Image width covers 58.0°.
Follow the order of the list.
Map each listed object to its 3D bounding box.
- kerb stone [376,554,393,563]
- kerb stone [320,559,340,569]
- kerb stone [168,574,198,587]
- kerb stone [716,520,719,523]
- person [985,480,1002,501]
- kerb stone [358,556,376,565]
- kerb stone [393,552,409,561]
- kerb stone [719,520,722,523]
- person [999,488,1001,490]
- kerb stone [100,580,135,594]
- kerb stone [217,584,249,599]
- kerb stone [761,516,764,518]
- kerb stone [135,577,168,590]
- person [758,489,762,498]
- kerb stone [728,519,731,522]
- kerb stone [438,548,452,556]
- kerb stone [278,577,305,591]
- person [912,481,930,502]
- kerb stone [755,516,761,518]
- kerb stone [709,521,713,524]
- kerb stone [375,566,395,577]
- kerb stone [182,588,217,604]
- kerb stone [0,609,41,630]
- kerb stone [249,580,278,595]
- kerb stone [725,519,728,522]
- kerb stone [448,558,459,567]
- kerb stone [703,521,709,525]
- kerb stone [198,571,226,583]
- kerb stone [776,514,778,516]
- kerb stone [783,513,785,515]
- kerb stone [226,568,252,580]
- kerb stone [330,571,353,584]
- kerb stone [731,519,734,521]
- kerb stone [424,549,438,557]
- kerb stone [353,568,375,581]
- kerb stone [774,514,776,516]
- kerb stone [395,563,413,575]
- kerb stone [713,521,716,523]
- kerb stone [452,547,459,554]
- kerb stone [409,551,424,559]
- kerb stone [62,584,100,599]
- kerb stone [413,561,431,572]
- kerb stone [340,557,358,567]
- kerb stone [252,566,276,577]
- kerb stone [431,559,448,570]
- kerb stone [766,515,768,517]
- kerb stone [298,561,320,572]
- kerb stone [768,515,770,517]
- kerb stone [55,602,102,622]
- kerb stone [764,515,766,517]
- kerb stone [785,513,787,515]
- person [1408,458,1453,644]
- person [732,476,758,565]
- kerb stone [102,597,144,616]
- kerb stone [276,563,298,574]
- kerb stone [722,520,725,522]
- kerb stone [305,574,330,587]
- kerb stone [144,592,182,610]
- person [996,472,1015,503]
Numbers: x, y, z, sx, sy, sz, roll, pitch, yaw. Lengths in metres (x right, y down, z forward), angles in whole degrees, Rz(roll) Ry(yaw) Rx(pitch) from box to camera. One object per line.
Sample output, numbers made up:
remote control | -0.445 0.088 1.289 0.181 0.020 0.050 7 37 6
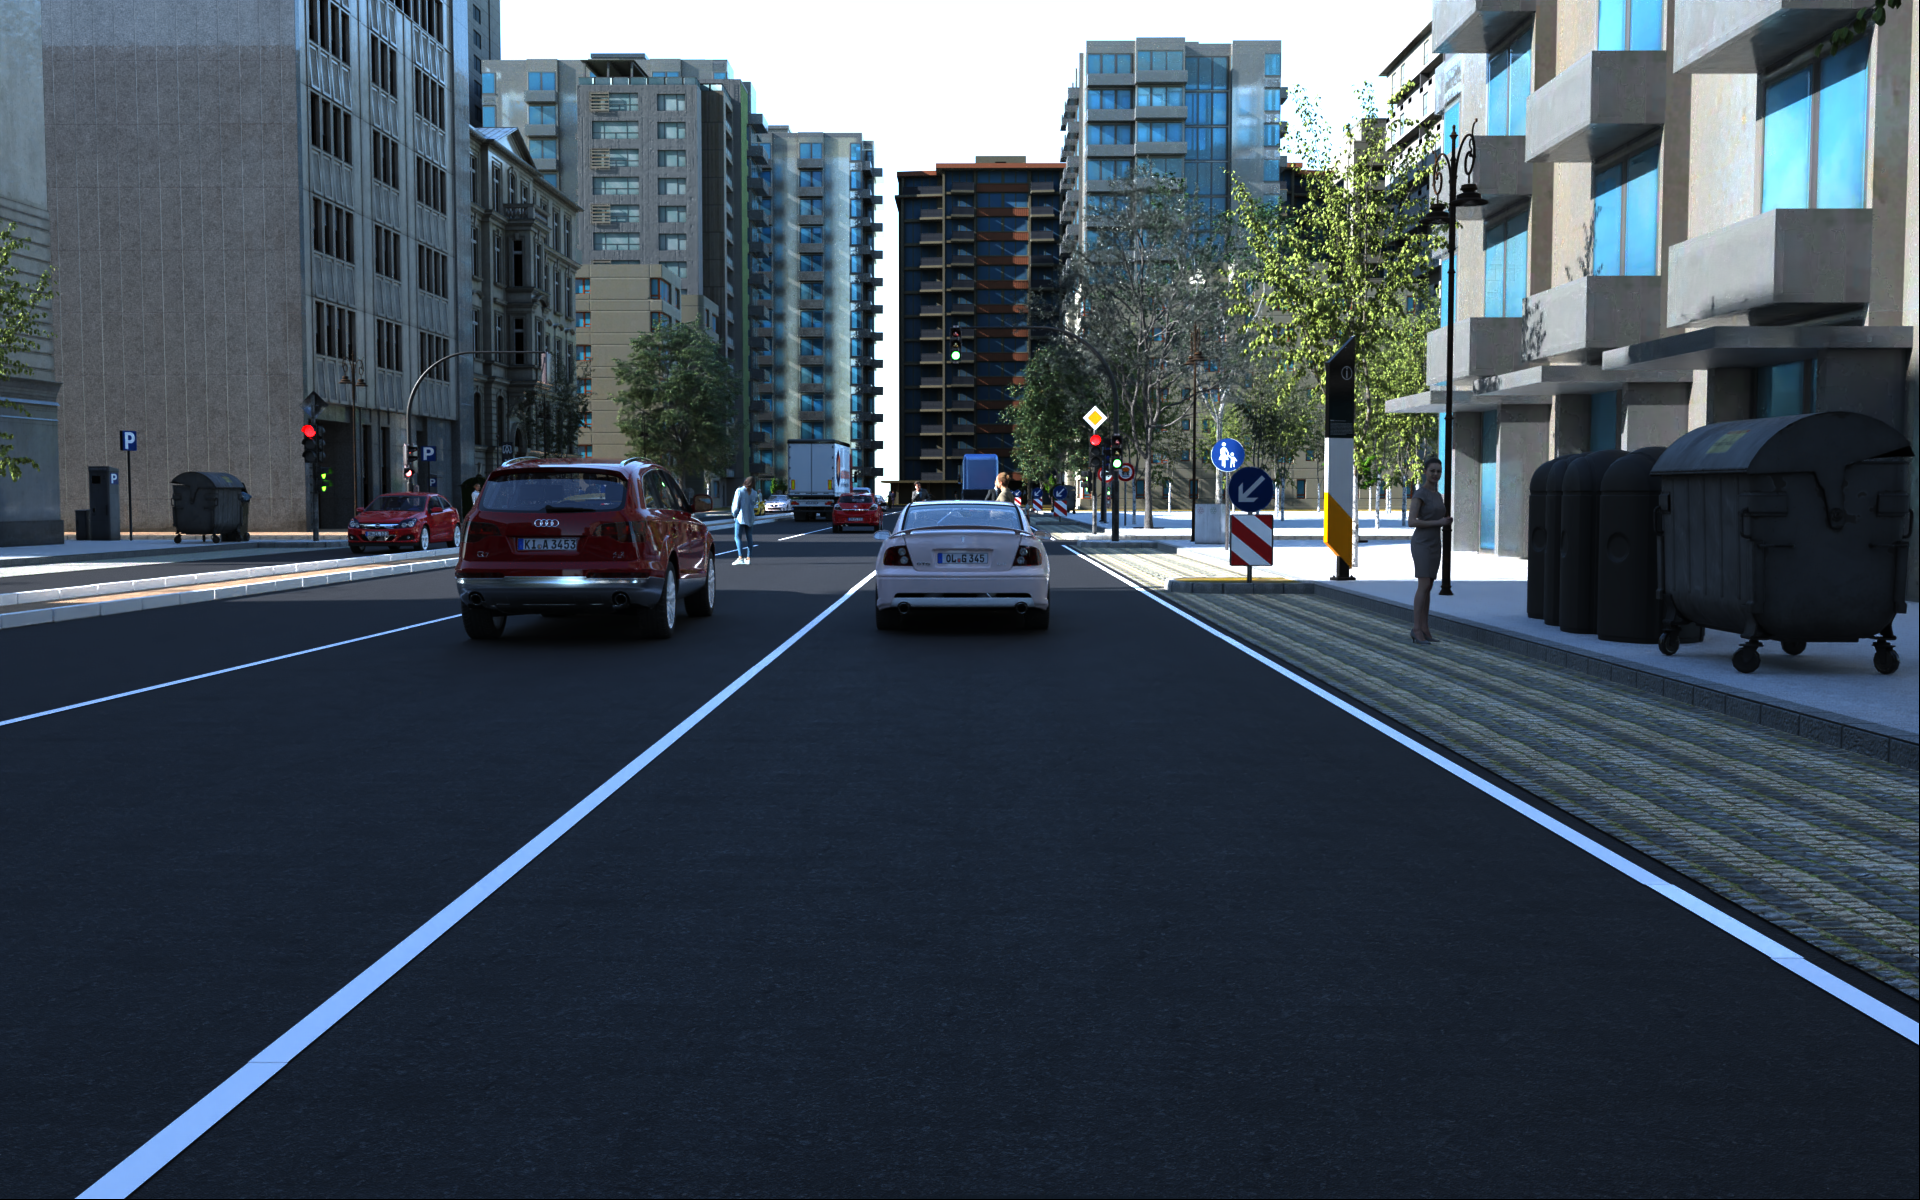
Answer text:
kerb stone | -12.152 -0.858 36.246 0.120 0.150 1.000 0 4 0
kerb stone | -12.176 -0.672 33.177 0.120 0.150 1.000 0 4 0
kerb stone | -12.222 -0.294 27.031 0.120 0.150 1.000 0 4 0
kerb stone | -11.785 -3.713 82.941 0.120 0.150 1.000 0 4 0
person | 1.106 -2.719 52.318 0.648 1.900 0.474 -3 5 -44
kerb stone | -12.163 -0.797 35.221 0.120 0.150 1.000 0 4 0
kerb stone | -12.142 -0.919 37.275 0.120 0.150 1.000 0 4 0
kerb stone | -11.780 -3.775 83.963 0.120 0.150 1.000 0 4 0
person | 1.950 -4.303 79.218 0.716 1.782 0.532 0 4 5
kerb stone | -12.238 -0.170 24.982 0.120 0.150 1.000 0 4 0
kerb stone | -10.147 -0.100 23.959 0.120 0.150 1.000 0 4 0
kerb stone | -11.654 -4.782 100.383 0.120 0.150 1.000 0 4 0
kerb stone | -12.226 -0.229 26.004 0.120 0.150 1.000 0 4 0
person | -13.388 -6.560 116.238 0.515 1.767 0.782 0 4 -6
kerb stone | -11.754 -3.966 87.038 0.120 0.150 1.000 0 4 0
kerb stone | -12.116 -1.108 40.345 0.120 0.150 1.000 0 4 0
kerb stone | -10.132 -0.233 26.004 0.120 0.150 1.000 0 4 0
person | -1.229 -2.903 55.764 0.655 1.846 0.447 0 4 -7
kerb stone | -11.658 -4.718 99.350 0.120 0.150 1.000 0 4 0
kerb stone | -11.799 -3.590 80.886 0.120 0.150 1.000 0 4 0
kerb stone | -10.100 -0.484 30.106 0.120 0.150 1.000 0 4 0
kerb stone | -10.152 -0.040 22.929 0.120 0.150 1.000 0 4 0
kerb stone | -10.193 0.206 18.831 0.120 0.150 1.000 0 4 0
kerb stone | -10.141 -0.166 24.982 0.120 0.150 1.000 0 4 0
kerb stone | -11.766 -3.903 86.010 0.120 0.150 1.000 0 4 0
kerb stone | -10.064 -0.735 34.206 0.120 0.150 1.000 0 4 0
kerb stone | -11.807 -3.526 79.863 0.120 0.150 1.000 0 4 0
kerb stone | -12.200 -0.358 28.053 0.120 0.150 1.000 0 4 0
kerb stone | -11.591 -5.219 107.559 0.120 0.150 1.000 0 4 0
kerb stone | -11.565 -5.471 111.652 0.120 0.150 1.000 0 4 0
kerb stone | -12.205 -0.415 29.075 0.120 0.150 1.000 0 4 0
kerb stone | -10.115 -0.358 28.056 0.120 0.150 1.000 0 4 0
kerb stone | -11.741 -4.026 88.071 0.120 0.150 1.000 0 4 0
kerb stone | -12.131 -1.046 39.321 0.120 0.150 1.000 0 4 0
kerb stone | -10.103 -0.421 29.082 0.120 0.150 1.000 0 4 0
kerb stone | -11.605 -5.159 106.537 0.120 0.150 1.000 0 4 0
kerb stone | -10.091 -0.546 31.128 0.120 0.150 1.000 0 4 0
kerb stone | -11.790 -3.650 81.914 0.120 0.150 1.000 0 4 0
kerb stone | -12.114 -1.167 41.367 0.120 0.150 1.000 0 4 0
kerb stone | -12.133 -0.984 38.297 0.120 0.150 1.000 0 4 0
kerb stone | -12.244 -0.102 23.961 0.120 0.150 1.000 0 4 0
kerb stone | -10.084 -0.610 32.162 0.120 0.150 1.000 0 4 0
kerb stone | -12.167 -0.732 34.199 0.120 0.150 1.000 0 4 0
kerb stone | -12.205 -0.484 30.107 0.120 0.150 1.000 0 4 0
kerb stone | -10.081 -0.668 33.184 0.120 0.150 1.000 0 4 0
kerb stone | -11.633 -4.907 102.437 0.120 0.150 1.000 0 4 0
kerb stone | -12.180 -0.609 32.155 0.120 0.150 1.000 0 4 0
kerb stone | -11.625 -4.971 103.464 0.120 0.150 1.000 0 4 0
kerb stone | -10.180 0.143 19.862 0.120 0.150 1.000 0 4 0
kerb stone | -11.640 -4.845 101.413 0.120 0.150 1.000 0 4 0
kerb stone | -11.557 -5.531 112.682 0.120 0.150 1.000 0 4 0
person | 4.521 -0.478 16.654 0.374 1.781 0.599 3 5 44
person | -4.382 -1.622 35.286 0.793 1.790 0.793 1 4 18
kerb stone | -10.168 0.081 20.885 0.120 0.150 1.000 0 4 0
kerb stone | -12.192 -0.544 31.129 0.120 0.150 1.000 0 4 0
kerb stone | -11.770 -3.841 84.988 0.120 0.150 1.000 0 4 0
kerb stone | -10.119 -0.296 27.030 0.120 0.150 1.000 0 4 0
kerb stone | -10.162 0.019 21.907 0.120 0.150 1.000 0 4 0
person | 0.618 -1.034 25.954 0.362 1.759 0.519 1 4 18
